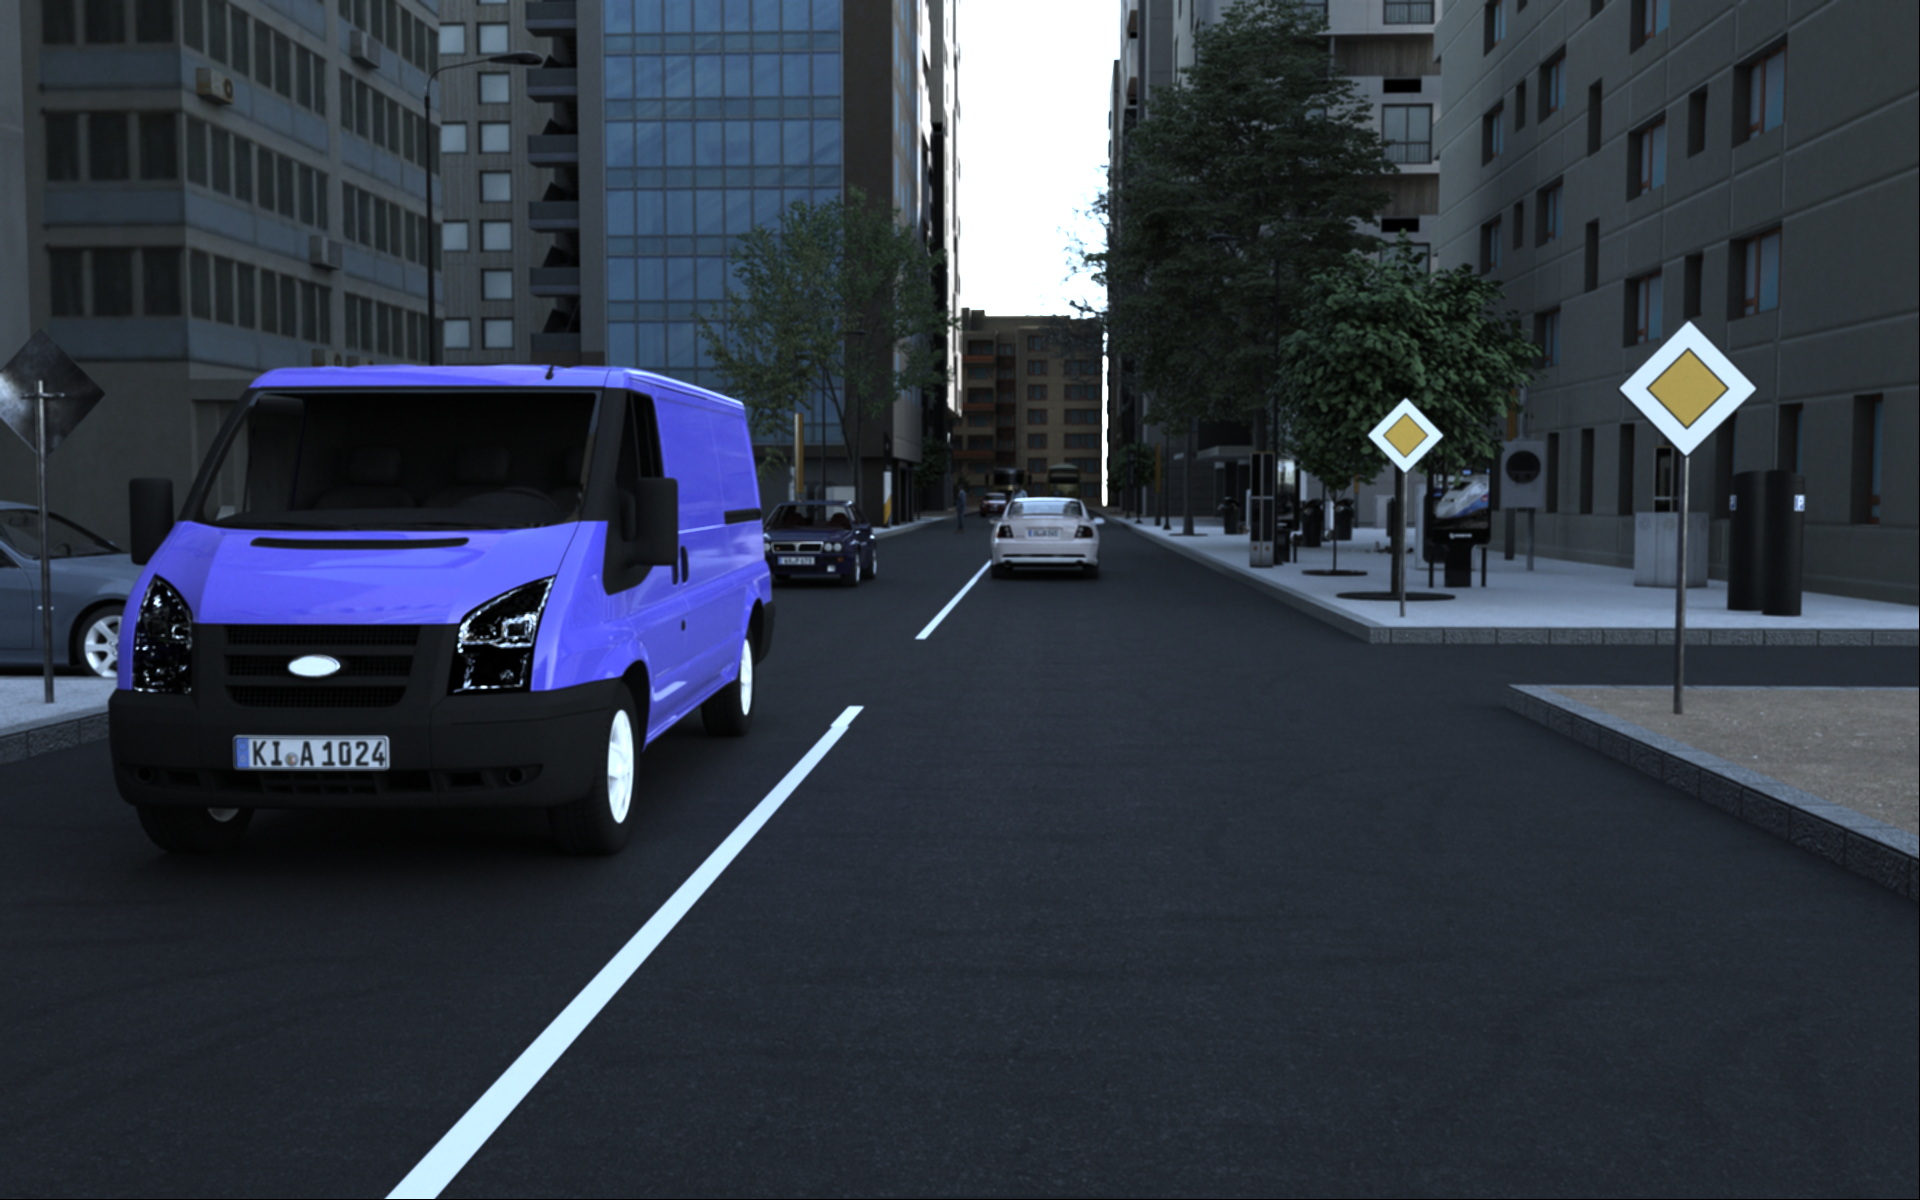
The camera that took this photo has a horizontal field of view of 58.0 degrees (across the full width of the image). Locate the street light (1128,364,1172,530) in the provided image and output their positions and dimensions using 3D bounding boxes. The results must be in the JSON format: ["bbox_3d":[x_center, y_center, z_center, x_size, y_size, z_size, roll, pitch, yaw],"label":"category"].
[{"bbox_3d":[6.905,-5.476,62.080,1.470,5.913,1.316,0,4,3],"label":"street light"}]

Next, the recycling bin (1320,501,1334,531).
[{"bbox_3d":[12.866,-2.974,61.175,0.722,1.027,0.722,2,4,31],"label":"recycling bin"}]

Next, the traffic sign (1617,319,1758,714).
[{"bbox_3d":[4.185,-0.391,10.039,0.795,2.450,0.064,0,4,3],"label":"traffic sign"}]

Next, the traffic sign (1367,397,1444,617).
[{"bbox_3d":[4.615,-0.879,18.012,0.795,2.450,0.064,0,4,3],"label":"traffic sign"}]

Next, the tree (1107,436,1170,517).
[{"bbox_3d":[9.785,-6.868,95.999,4.285,4.588,4.351,0,3,0],"label":"tree"}]

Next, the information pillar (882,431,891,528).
[{"bbox_3d":[-2.715,-4.484,64.669,0.183,3.616,0.504,1,4,22],"label":"information pillar"}]

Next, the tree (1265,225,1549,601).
[{"bbox_3d":[5.399,-2.296,21.261,4.285,4.588,4.351,0,3,0],"label":"tree"}]

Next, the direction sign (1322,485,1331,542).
[{"bbox_3d":[9.794,-3.338,46.574,0.876,3.537,0.379,3,5,44],"label":"direction sign"}]

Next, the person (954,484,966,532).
[{"bbox_3d":[0.039,-3.468,65.385,0.419,1.800,0.721,-1,4,-9],"label":"person"}]

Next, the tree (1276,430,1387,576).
[{"bbox_3d":[6.092,-2.010,27.471,1.663,3.219,1.824,0,3,0],"label":"tree"}]

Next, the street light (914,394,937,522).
[{"bbox_3d":[-1.746,-6.613,80.655,1.470,5.913,1.316,0,4,3],"label":"street light"}]

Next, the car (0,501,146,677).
[{"bbox_3d":[-7.649,-0.095,13.548,4.499,1.417,2.014,0,4,1],"label":"car"}]

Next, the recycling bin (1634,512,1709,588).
[{"bbox_3d":[9.841,-0.698,23.961,0.722,1.027,0.722,-3,4,-37],"label":"recycling bin"}]

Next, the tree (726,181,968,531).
[{"bbox_3d":[-3.726,-8.160,59.175,9.928,11.665,9.643,0,3,0],"label":"tree"}]

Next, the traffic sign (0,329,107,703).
[{"bbox_3d":[-5.594,-0.425,10.584,0.795,2.450,0.064,0,4,3],"label":"traffic sign"}]

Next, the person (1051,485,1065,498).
[{"bbox_3d":[4.407,-4.249,77.773,0.655,1.846,0.447,1,4,16],"label":"person"}]

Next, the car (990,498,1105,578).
[{"bbox_3d":[1.542,-1.132,30.873,2.083,1.381,4.827,0,4,4],"label":"car"}]

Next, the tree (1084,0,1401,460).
[{"bbox_3d":[6.598,-7.449,39.914,7.486,12.596,7.792,0,3,0],"label":"tree"}]

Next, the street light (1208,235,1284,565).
[{"bbox_3d":[5.135,-3.584,31.147,1.470,5.913,1.316,0,4,3],"label":"street light"}]

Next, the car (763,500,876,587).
[{"bbox_3d":[-2.359,-0.945,28.033,1.945,1.354,3.894,0,4,3],"label":"car"}]

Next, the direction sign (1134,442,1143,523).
[{"bbox_3d":[7.856,-5.144,76.109,0.379,3.537,0.876,0,4,1],"label":"direction sign"}]

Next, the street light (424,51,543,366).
[{"bbox_3d":[-5.074,-2.803,18.371,1.470,5.913,1.316,0,4,3],"label":"street light"}]

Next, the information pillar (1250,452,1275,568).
[{"bbox_3d":[5.271,-1.573,30.218,0.304,2.012,0.304,-2,4,-32],"label":"information pillar"}]

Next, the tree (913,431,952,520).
[{"bbox_3d":[-2.793,-6.651,92.461,4.285,4.588,4.351,0,3,0],"label":"tree"}]

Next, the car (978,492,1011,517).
[{"bbox_3d":[2.244,-6.157,109.713,2.155,1.783,4.494,0,4,4],"label":"car"}]

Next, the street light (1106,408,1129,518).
[{"bbox_3d":[8.504,-7.369,93.022,1.470,5.913,1.316,0,4,3],"label":"street light"}]

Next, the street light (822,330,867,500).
[{"bbox_3d":[-3.344,-4.695,49.306,1.470,5.913,1.316,0,4,3],"label":"street light"}]

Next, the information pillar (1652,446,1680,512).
[{"bbox_3d":[10.767,-1.342,26.432,0.304,2.012,0.304,3,5,39],"label":"information pillar"}]

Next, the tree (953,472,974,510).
[{"bbox_3d":[0.013,-8.796,138.408,1.663,3.219,1.824,0,3,0],"label":"tree"}]

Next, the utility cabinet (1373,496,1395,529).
[{"bbox_3d":[15.877,-3.245,64.221,1.020,1.237,0.306,0,4,-8],"label":"utility cabinet"}]

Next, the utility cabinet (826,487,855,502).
[{"bbox_3d":[-3.605,-2.653,52.057,0.318,1.500,1.173,2,4,29],"label":"utility cabinet"}]

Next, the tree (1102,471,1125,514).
[{"bbox_3d":[10.204,-7.340,114.617,1.663,3.219,1.824,0,3,0],"label":"tree"}]

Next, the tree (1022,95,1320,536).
[{"bbox_3d":[7.009,-8.737,53.212,12.009,13.543,11.850,0,3,0],"label":"tree"}]

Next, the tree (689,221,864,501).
[{"bbox_3d":[-4.742,-5.864,46.233,4.737,8.622,4.395,0,3,0],"label":"tree"}]
